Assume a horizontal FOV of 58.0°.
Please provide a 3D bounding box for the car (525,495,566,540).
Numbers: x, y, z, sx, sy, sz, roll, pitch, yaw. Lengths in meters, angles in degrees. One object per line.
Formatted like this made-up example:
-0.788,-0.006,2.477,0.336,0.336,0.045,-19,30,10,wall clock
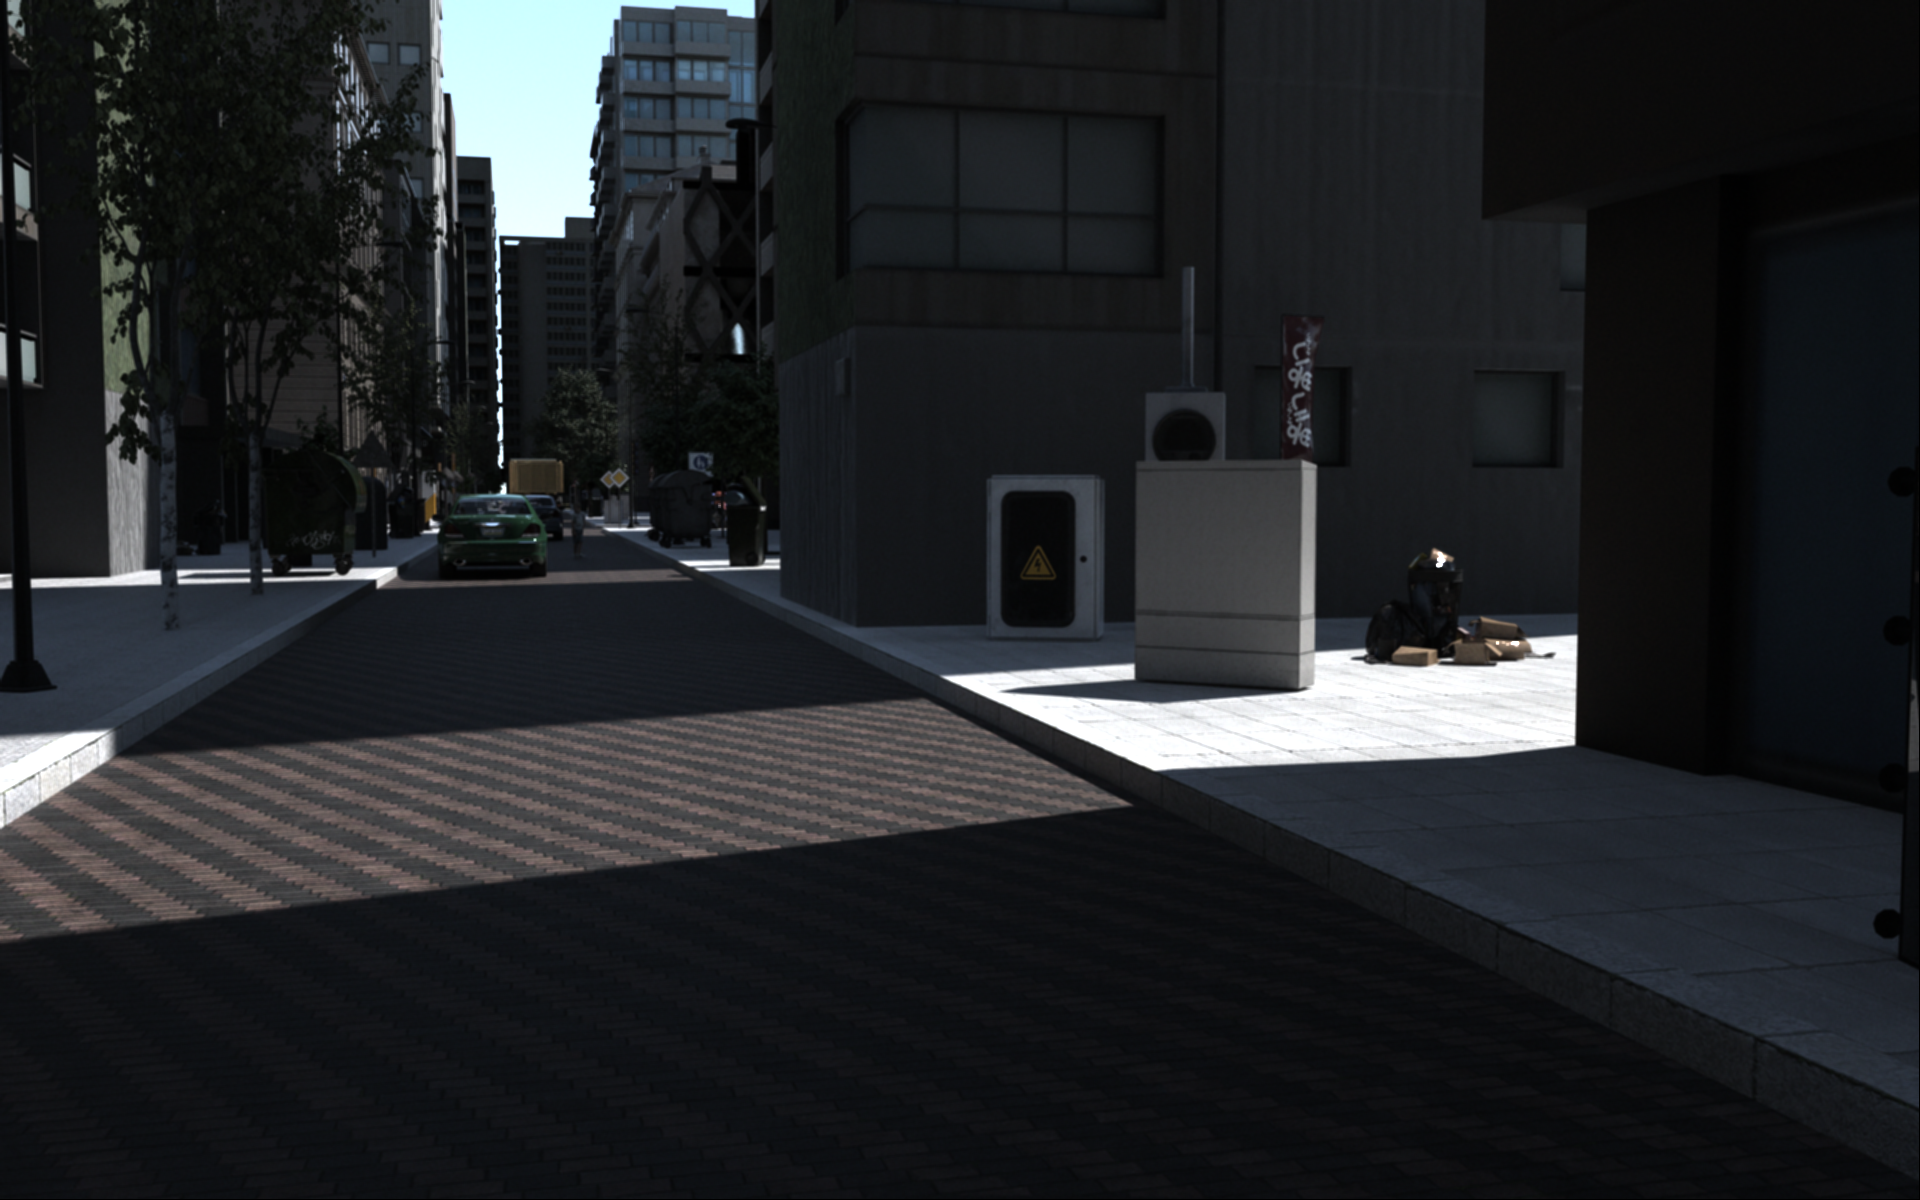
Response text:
-13.524,-2.626,54.939,2.014,1.417,4.499,-1,4,-15,car

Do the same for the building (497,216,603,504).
-53.080,-33.878,245.789,23.993,40.220,32.217,-1,4,-14,building

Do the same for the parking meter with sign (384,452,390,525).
-24.095,-4.715,73.354,0.543,3.016,1.738,-1,4,-13,parking meter with sign

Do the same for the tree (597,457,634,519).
-17.889,-5.898,91.033,1.663,3.219,1.824,0,3,0,tree

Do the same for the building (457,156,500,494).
-73.728,-37.337,234.165,21.600,48.544,21.300,-1,4,-14,building

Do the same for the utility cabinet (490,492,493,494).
-38.672,-8.158,142.069,0.318,1.500,1.173,-2,4,-35,utility cabinet

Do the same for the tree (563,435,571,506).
-39.824,-13.844,176.714,4.360,8.622,3.978,0,3,0,tree

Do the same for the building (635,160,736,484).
-13.446,-16.528,112.029,13.314,21.916,24.055,-1,4,-14,building

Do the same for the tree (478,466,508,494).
-53.132,-13.072,197.440,4.285,4.588,4.351,0,3,0,tree

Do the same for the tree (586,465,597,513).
-21.999,-6.933,107.952,1.663,3.219,1.824,0,3,0,tree

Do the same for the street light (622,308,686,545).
-7.638,-4.336,43.440,1.470,5.913,1.316,-1,4,-14,street light

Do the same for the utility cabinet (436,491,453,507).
-33.046,-6.241,110.721,1.173,1.500,0.318,-3,4,-38,utility cabinet

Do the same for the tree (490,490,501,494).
-56.768,-13.340,212.703,1.663,3.219,1.824,0,3,0,tree

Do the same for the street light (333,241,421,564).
-10.801,-3.623,31.783,1.470,5.913,1.316,-1,4,-14,street light

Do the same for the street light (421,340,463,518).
-15.946,-4.882,52.355,1.470,5.913,1.316,-1,4,-14,street light

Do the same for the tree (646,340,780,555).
-4.210,-3.263,37.065,4.285,4.588,4.351,0,3,0,tree

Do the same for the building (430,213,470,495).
-57.277,-24.670,175.062,14.160,30.474,14.107,-1,4,-14,building

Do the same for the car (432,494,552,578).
-8.410,-1.185,31.173,2.131,1.459,4.920,-1,4,-15,car

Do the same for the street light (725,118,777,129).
-2.211,-3.006,21.694,1.470,5.913,1.316,-1,4,-14,street light

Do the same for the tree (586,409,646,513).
-8.362,-4.250,53.200,4.285,4.588,4.351,0,3,0,tree

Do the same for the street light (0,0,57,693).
-5.592,-2.369,11.278,1.470,5.913,1.316,-1,4,-14,street light

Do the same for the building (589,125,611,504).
-32.310,-33.691,205.466,22.147,44.769,28.867,-1,4,-14,building

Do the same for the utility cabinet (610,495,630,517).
-19.117,-5.271,97.345,1.020,1.237,0.306,-2,4,-30,utility cabinet

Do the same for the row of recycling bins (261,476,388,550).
-14.865,-2.043,40.518,3.534,1.692,1.069,2,4,24,row of recycling bins

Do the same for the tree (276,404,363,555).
-13.523,-2.602,37.141,1.663,3.219,1.824,0,3,0,tree

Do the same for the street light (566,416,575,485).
-22.431,-7.967,102.802,1.470,5.913,1.316,-1,4,-14,street light

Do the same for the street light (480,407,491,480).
-25.857,-7.304,91.964,1.470,5.913,1.316,-1,4,-14,street light

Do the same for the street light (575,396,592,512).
-17.309,-6.697,82.044,1.470,5.913,1.316,-1,4,-14,street light

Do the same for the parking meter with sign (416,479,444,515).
-28.082,-5.833,91.624,0.543,3.016,1.738,2,4,31,parking meter with sign

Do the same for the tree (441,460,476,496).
-30.294,-6.691,104.001,1.663,3.219,1.824,0,3,0,tree

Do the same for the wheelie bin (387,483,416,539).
-16.173,-2.585,50.170,0.693,1.594,0.980,-3,5,-40,wheelie bin

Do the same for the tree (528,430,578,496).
-47.409,-16.456,203.459,7.601,10.594,8.767,-1,4,-22,tree

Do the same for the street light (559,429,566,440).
-27.623,-9.242,123.654,1.470,5.913,1.316,-1,4,-14,street light

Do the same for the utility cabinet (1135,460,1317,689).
1.773,-0.179,11.601,1.173,1.500,0.318,2,4,31,utility cabinet

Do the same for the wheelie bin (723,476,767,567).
-3.834,-1.404,30.860,0.693,1.594,0.980,0,4,5,wheelie bin

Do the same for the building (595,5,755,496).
-25.274,-34.054,176.393,23.786,49.044,30.456,-1,4,-14,building

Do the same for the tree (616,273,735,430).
-9.769,-6.640,58.925,4.737,8.622,4.395,0,3,0,tree

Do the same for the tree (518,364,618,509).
-33.988,-14.408,152.573,9.611,12.733,9.660,0,3,0,tree

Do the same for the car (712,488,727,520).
-8.429,-3.620,68.782,3.694,1.707,1.945,-1,4,-13,car

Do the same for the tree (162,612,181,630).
-7.365,-4.038,16.380,4.737,8.622,4.395,0,3,0,tree

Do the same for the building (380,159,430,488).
-41.888,-17.810,110.255,14.314,24.678,30.058,-1,4,-14,building

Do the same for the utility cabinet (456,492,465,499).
-38.745,-7.629,133.419,1.173,1.500,0.318,-3,4,-39,utility cabinet

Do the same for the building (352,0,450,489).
-59.599,-34.441,152.355,28.713,52.752,27.495,-1,4,-14,building

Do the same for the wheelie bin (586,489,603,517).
-20.808,-5.538,98.449,0.980,1.594,0.693,-2,4,-31,wheelie bin

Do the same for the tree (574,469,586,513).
-25.046,-7.423,115.962,1.663,3.219,1.824,0,3,0,tree

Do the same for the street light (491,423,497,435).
-31.125,-8.583,112.869,1.470,5.913,1.316,-1,4,-14,street light

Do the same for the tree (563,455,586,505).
-25.047,-8.352,120.265,4.285,4.588,4.351,0,3,0,tree

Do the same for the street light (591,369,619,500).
-12.834,-5.629,64.567,1.470,5.913,1.316,-1,4,-14,street light

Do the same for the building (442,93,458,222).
-61.887,-32.915,188.276,14.600,45.320,14.200,-1,4,-14,building

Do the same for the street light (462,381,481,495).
-20.632,-6.034,71.196,1.470,5.913,1.316,-1,4,-14,street light

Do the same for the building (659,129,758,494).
-5.702,-13.340,85.556,16.811,18.784,16.820,-1,4,-14,building

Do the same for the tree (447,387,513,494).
-33.214,-10.340,119.428,4.360,8.622,3.978,0,3,0,tree

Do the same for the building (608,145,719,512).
-20.508,-20.681,135.390,12.463,27.353,25.104,-1,4,-14,building
